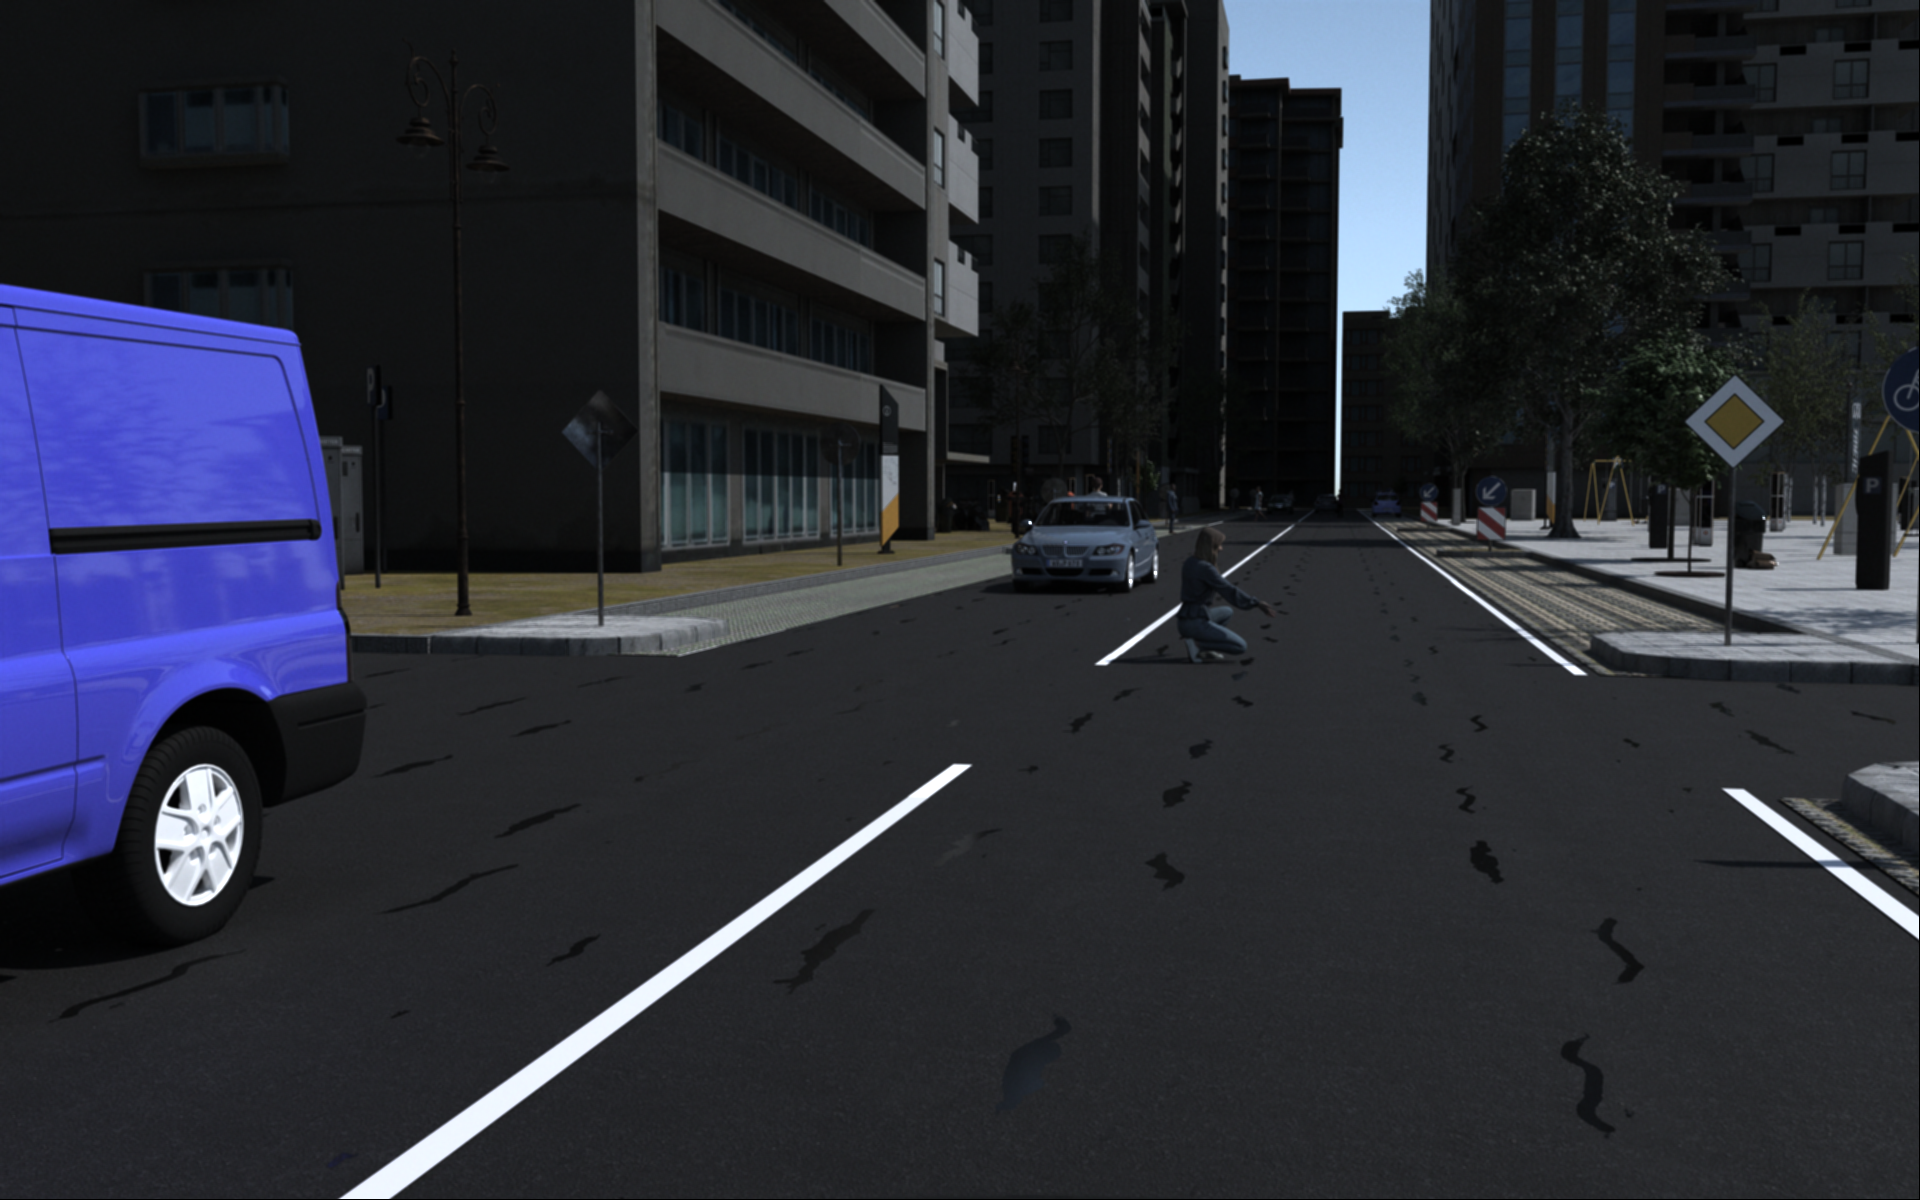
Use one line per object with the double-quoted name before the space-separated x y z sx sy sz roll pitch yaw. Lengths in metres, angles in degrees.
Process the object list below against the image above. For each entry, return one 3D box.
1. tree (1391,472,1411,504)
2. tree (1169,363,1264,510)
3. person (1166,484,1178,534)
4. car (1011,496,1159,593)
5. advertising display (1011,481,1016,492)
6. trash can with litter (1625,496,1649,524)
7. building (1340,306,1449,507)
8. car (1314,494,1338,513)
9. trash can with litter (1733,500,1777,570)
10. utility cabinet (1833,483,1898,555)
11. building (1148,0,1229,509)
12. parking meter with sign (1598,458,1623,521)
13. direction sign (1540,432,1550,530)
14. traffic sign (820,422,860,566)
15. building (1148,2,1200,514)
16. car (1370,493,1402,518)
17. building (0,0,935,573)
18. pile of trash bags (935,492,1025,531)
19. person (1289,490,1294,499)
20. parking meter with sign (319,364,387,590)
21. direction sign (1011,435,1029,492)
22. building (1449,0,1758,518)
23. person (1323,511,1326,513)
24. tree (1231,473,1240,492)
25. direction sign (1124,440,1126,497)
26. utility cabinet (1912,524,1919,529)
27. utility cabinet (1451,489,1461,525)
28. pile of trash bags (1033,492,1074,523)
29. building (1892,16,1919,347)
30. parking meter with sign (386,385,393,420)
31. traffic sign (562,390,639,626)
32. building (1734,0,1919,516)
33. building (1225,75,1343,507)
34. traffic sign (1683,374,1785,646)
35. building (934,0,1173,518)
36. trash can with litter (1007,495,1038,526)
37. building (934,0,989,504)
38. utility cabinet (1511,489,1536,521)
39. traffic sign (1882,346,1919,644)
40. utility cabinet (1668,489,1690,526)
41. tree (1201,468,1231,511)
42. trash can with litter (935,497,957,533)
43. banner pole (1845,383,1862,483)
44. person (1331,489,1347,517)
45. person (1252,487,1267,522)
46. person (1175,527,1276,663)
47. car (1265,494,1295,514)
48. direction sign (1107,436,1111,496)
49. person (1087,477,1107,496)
"tree" 37.161 -9.235 145.586 1.663 3.219 1.824 0 3 0
"tree" 20.329 -12.910 136.826 9.928 11.665 9.643 0 3 0
"person" 7.620 -3.278 62.271 0.419 1.800 0.721 1 4 17
"car" 2.017 -0.906 26.814 2.014 1.417 4.499 1 4 14
"advertising display" 2.778 -5.089 88.411 0.123 1.923 0.974 1 4 14
"trash can with litter" 29.885 -3.890 74.660 2.233 1.210 1.678 3 4 37
"building" 54.768 -20.578 181.495 28.899 21.520 27.650 1 4 12
"car" 27.698 -7.266 130.800 2.014 1.417 4.499 1 4 13
"trash can with litter" 13.736 -1.128 29.825 0.624 1.170 1.055 0 4 -4
"utility cabinet" 18.937 -1.685 36.235 1.173 1.500 0.318 0 4 -3
"building" 12.827 -32.569 156.199 21.600 48.544 21.300 1 4 12
"parking meter with sign" 30.896 -5.269 82.406 0.543 3.016 1.738 0 4 -3
"direction sign" 21.144 -4.312 62.491 0.379 3.537 0.876 2 4 24
"traffic sign" -2.149 -1.880 30.848 0.768 2.556 0.104 1 4 17
"building" -0.069 -26.130 119.114 32.217 40.220 23.993 1 4 12
"car" 26.182 -5.919 106.363 1.945 1.707 3.694 1 4 12
"building" -13.346 -25.406 39.097 21.300 48.544 21.600 1 4 12
"pile of trash bags" 0.550 -3.120 60.762 3.447 1.369 1.912 -1 4 -8
"person" 24.689 -7.330 129.007 0.551 1.740 0.621 3 5 41
"parking meter with sign" -8.641 -1.641 23.097 1.738 3.016 0.543 -2 4 -31
"direction sign" 2.319 -4.590 67.051 0.876 3.537 0.379 3 5 40
"building" 35.686 -27.384 97.845 14.600 45.320 14.200 1 4 12
"person" 28.314 -7.513 134.563 0.599 1.433 0.991 3 4 39
"tree" 24.813 -9.889 156.280 1.663 3.219 1.824 0 3 0
"direction sign" 6.984 -4.978 73.387 0.379 3.537 0.876 0 4 2
"utility cabinet" 34.687 -3.258 61.952 1.173 1.500 0.318 2 4 26
"utility cabinet" 20.307 -3.807 70.931 0.318 1.500 1.173 1 4 12
"pile of trash bags" 3.627 -3.978 74.788 1.912 1.369 3.447 -3 5 -44
"building" 79.224 -28.198 144.627 14.086 41.232 14.154 1 4 12
"parking meter with sign" -9.891 -1.905 27.413 0.543 3.016 1.738 3 5 42
"traffic sign" -3.479 -0.801 16.738 0.795 2.450 0.064 1 4 12
"building" 46.761 -32.249 116.512 28.713 52.752 27.495 1 4 12
"building" 25.830 -32.418 184.660 28.867 44.769 22.147 1 4 12
"traffic sign" 6.479 -0.668 14.560 0.795 2.450 0.064 1 4 12
"building" 4.375 -20.018 98.991 14.160 30.474 14.107 1 4 12
"trash can with litter" 2.663 -3.544 69.003 1.678 1.210 2.233 -2 4 -26
"building" -14.511 -29.555 72.464 28.713 52.752 27.495 1 4 12
"utility cabinet" 26.898 -4.530 82.746 0.318 1.500 1.173 -3 4 -37
"traffic sign" 8.264 -0.899 14.804 0.768 2.556 0.104 1 4 15
"utility cabinet" 28.477 -3.693 69.057 1.173 1.500 0.318 1 4 18
"tree" 19.056 -8.298 130.273 1.663 3.219 1.824 0 3 0
"trash can with litter" -0.685 -2.788 56.971 1.055 1.170 0.624 -2 4 -34
"banner pole" 20.233 -3.014 39.296 0.863 3.779 0.401 -3 4 -38
"person" 23.354 -5.958 106.604 1.217 1.739 0.721 -2 4 -29
"person" 15.339 -4.900 88.710 0.778 1.811 0.616 1 4 16
"person" 2.195 -0.059 14.970 0.738 1.151 1.012 -1 4 -12
"car" 23.003 -6.883 124.335 2.131 1.459 4.920 1 4 12
"direction sign" 5.851 -4.649 68.003 0.379 3.537 0.876 1 4 14
"person" 2.726 -1.510 33.751 0.480 1.755 0.524 1 4 16
